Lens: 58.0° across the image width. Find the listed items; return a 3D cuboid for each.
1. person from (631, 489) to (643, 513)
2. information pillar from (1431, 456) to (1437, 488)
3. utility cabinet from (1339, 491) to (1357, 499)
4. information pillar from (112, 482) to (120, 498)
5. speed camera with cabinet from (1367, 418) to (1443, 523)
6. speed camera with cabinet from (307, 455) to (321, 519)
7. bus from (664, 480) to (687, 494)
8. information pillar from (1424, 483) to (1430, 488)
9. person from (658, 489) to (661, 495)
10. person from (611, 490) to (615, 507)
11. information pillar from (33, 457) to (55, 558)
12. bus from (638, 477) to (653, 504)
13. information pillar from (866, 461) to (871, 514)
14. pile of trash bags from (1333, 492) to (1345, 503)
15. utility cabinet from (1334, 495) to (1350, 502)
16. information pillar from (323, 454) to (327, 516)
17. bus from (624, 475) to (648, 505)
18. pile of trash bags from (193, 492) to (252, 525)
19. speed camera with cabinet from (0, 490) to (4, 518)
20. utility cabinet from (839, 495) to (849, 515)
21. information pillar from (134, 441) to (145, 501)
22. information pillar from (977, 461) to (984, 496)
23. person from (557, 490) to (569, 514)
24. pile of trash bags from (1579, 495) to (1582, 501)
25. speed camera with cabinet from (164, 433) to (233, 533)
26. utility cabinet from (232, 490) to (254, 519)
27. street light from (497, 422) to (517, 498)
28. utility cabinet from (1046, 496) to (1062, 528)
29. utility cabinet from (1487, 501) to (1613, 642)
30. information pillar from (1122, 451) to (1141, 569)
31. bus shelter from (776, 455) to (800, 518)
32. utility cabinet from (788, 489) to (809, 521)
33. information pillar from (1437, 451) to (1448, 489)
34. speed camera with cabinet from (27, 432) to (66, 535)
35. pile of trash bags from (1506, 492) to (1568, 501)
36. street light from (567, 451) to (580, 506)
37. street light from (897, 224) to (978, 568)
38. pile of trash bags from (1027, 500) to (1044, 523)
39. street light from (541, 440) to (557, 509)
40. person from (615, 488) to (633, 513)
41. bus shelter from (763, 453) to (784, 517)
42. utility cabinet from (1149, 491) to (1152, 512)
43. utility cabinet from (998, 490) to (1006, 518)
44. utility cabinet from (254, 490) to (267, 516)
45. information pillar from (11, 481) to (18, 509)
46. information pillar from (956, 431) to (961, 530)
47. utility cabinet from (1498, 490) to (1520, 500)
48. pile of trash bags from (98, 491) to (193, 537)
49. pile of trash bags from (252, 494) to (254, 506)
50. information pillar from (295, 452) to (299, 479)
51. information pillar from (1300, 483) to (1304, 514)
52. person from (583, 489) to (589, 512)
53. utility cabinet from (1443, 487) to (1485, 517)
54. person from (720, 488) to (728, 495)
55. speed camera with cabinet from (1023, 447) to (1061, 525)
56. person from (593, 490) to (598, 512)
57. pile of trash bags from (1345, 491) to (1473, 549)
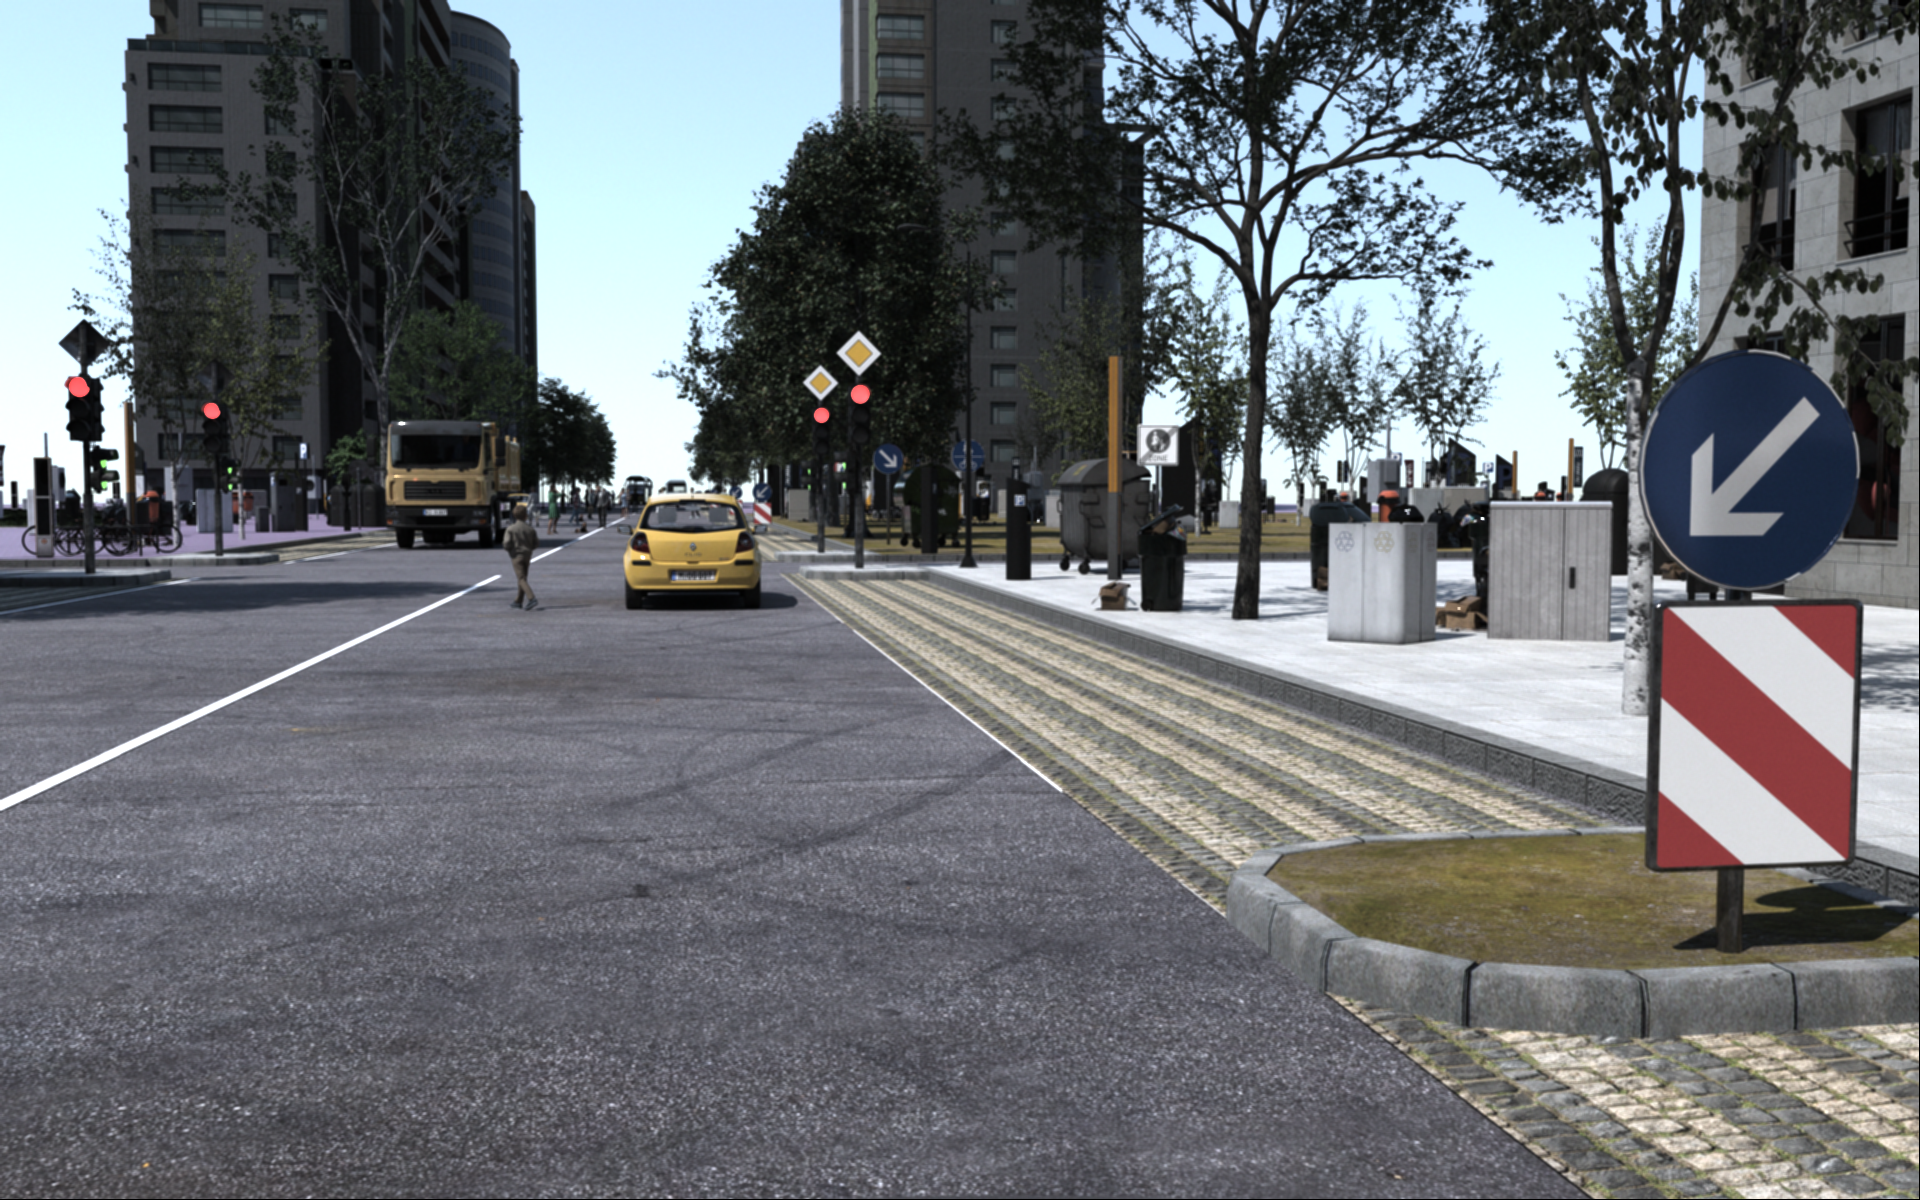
[{"bbox_3d":[-24.107,-7.337,128.476,1.348,1.822,0.705,-2,4,-33],"label":"person"},{"bbox_3d":[28.295,-6.847,103.307,0.504,3.616,0.183,3,5,42],"label":"information pillar"},{"bbox_3d":[24.688,-6.211,110.228,0.318,1.500,1.173,-3,5,-41],"label":"utility cabinet"},{"bbox_3d":[-50.697,-6.092,104.101,0.304,2.012,0.304,1,4,13],"label":"information pillar"},{"bbox_3d":[11.655,-3.118,45.316,2.038,3.252,0.660,-1,4,-22],"label":"speed camera with cabinet"},{"bbox_3d":[-33.417,-5.708,87.662,2.038,3.252,0.660,1,4,10],"label":"speed camera with cabinet"},{"bbox_3d":[-37.332,-14.211,227.208,2.948,3.499,13.247,-1,4,-11],"label":"bus"},{"bbox_3d":[31.406,-6.858,116.617,0.304,2.012,0.304,0,4,-5],"label":"information pillar"},{"bbox_3d":[-25.713,-8.551,148.310,1.348,1.824,0.705,2,4,35],"label":"person"},{"bbox_3d":[-37.018,-10.759,184.278,0.599,1.838,0.709,-2,4,-28],"label":"person"},{"bbox_3d":[-18.409,-1.854,34.805,0.304,2.012,0.304,-1,4,-22],"label":"information pillar"},{"bbox_3d":[-45.576,-15.754,249.124,2.896,3.916,12.252,-1,4,-9],"label":"bus"},{"bbox_3d":[-5.805,-7.246,109.823,0.183,3.616,0.504,-3,5,-40],"label":"information pillar"},{"bbox_3d":[21.187,-5.213,94.988,1.912,1.369,3.447,1,4,16],"label":"pile of trash bags"},{"bbox_3d":[21.748,-5.329,98.294,1.020,1.237,0.306,-1,4,-14],"label":"utility cabinet"},{"bbox_3d":[-36.725,-6.657,100.193,0.183,3.616,0.504,-1,4,-14],"label":"information pillar"},{"bbox_3d":[-43.251,-14.705,231.965,2.896,3.916,12.252,-1,4,-8],"label":"bus"},{"bbox_3d":[-31.325,-3.769,71.382,3.447,1.369,1.912,-1,4,-11],"label":"pile of trash bags"},{"bbox_3d":[-44.307,-5.135,78.295,0.660,3.252,2.038,1,4,15],"label":"speed camera with cabinet"},{"bbox_3d":[-7.054,-5.814,106.215,1.020,1.237,0.306,-3,5,-42],"label":"utility cabinet"},{"bbox_3d":[-36.407,-5.227,76.816,0.504,3.616,0.183,1,4,13],"label":"information pillar"},{"bbox_3d":[1.313,-7.195,108.985,0.504,3.616,0.183,0,4,7],"label":"information pillar"},{"bbox_3d":[-28.095,-6.929,122.306,1.217,1.766,0.721,1,4,23],"label":"person"},{"bbox_3d":[42.517,-6.650,118.484,3.447,1.369,1.912,2,4,32],"label":"pile of trash bags"},{"bbox_3d":[-24.970,-3.821,56.809,0.660,3.252,2.038,3,4,37],"label":"speed camera with cabinet"},{"bbox_3d":[-36.449,-4.838,87.784,1.173,1.500,0.318,2,4,30],"label":"utility cabinet"},{"bbox_3d":[-29.142,-8.486,111.284,1.470,5.913,1.316,-1,4,-9],"label":"street light"},{"bbox_3d":[3.752,-3.375,66.344,0.306,1.237,1.020,-3,5,-44],"label":"utility cabinet"},{"bbox_3d":[5.198,-0.252,15.278,1.020,1.237,0.306,1,4,19],"label":"utility cabinet"},{"bbox_3d":[2.911,-1.551,29.851,0.304,2.012,0.304,-3,4,-36],"label":"information pillar"},{"bbox_3d":[-8.775,-7.096,93.647,2.179,5.291,8.768,-1,4,-9],"label":"bus shelter"},{"bbox_3d":[-7.613,-4.535,82.830,1.173,1.500,0.318,-1,4,-14],"label":"utility cabinet"},{"bbox_3d":[25.768,-6.162,92.104,0.504,3.616,0.183,1,4,23],"label":"information pillar"},{"bbox_3d":[-29.037,-3.713,55.050,0.660,3.252,2.038,-1,4,-11],"label":"speed camera with cabinet"},{"bbox_3d":[24.599,-3.993,75.030,1.912,1.369,3.447,0,4,-3],"label":"pile of trash bags"},{"bbox_3d":[-41.295,-12.987,184.882,1.470,5.913,1.316,-1,4,-9],"label":"street light"},{"bbox_3d":[-0.385,-3.516,30.035,1.470,5.913,1.316,-1,4,-9],"label":"street light"},{"bbox_3d":[3.975,-4.210,78.585,3.447,1.369,1.912,3,5,42],"label":"pile of trash bags"},{"bbox_3d":[-35.121,-10.733,148.024,1.470,5.913,1.316,-1,4,-9],"label":"street light"},{"bbox_3d":[-25.142,-7.424,129.520,1.348,1.869,0.705,-2,4,-25],"label":"person"},{"bbox_3d":[-10.666,-6.745,101.570,1.731,3.624,6.357,-1,4,-9],"label":"bus shelter"},{"bbox_3d":[12.295,-6.446,114.069,1.173,1.500,0.318,-3,4,-38],"label":"utility cabinet"},{"bbox_3d":[2.588,-5.058,91.374,1.173,1.500,0.318,2,4,29],"label":"utility cabinet"},{"bbox_3d":[-40.333,-5.546,99.357,0.318,1.500,1.173,2,4,28],"label":"utility cabinet"},{"bbox_3d":[-53.464,-5.716,97.943,0.304,2.012,0.304,-1,4,-20],"label":"information pillar"},{"bbox_3d":[-0.058,-4.321,62.007,0.183,3.616,0.504,-1,4,-13],"label":"information pillar"},{"bbox_3d":[30.521,-5.364,96.383,1.173,1.500,0.318,0,4,1],"label":"utility cabinet"},{"bbox_3d":[-25.058,-2.643,52.969,1.912,1.369,3.447,-3,4,-39],"label":"pile of trash bags"},{"bbox_3d":[-36.257,-4.574,84.537,3.447,1.369,1.912,-3,4,-38],"label":"pile of trash bags"},{"bbox_3d":[-36.891,-6.428,96.459,0.183,3.616,0.504,0,4,-8],"label":"information pillar"},{"bbox_3d":[22.107,-6.576,112.008,0.304,2.012,0.304,0,4,8],"label":"information pillar"},{"bbox_3d":[-30.259,-8.058,140.381,0.705,1.807,1.348,1,4,9],"label":"person"},{"bbox_3d":[15.074,-2.640,51.836,1.173,1.500,0.318,0,4,2],"label":"utility cabinet"},{"bbox_3d":[-12.478,-5.074,91.939,0.782,1.767,0.515,1,4,14],"label":"person"},{"bbox_3d":[3.624,-4.800,72.821,2.038,3.252,0.660,-2,4,-32],"label":"speed camera with cabinet"},{"bbox_3d":[-28.517,-7.740,135.585,0.617,1.759,0.750,-1,4,-10],"label":"person"},{"bbox_3d":[11.297,-1.998,42.426,1.912,1.369,3.447,-1,4,-21],"label":"pile of trash bags"}]
